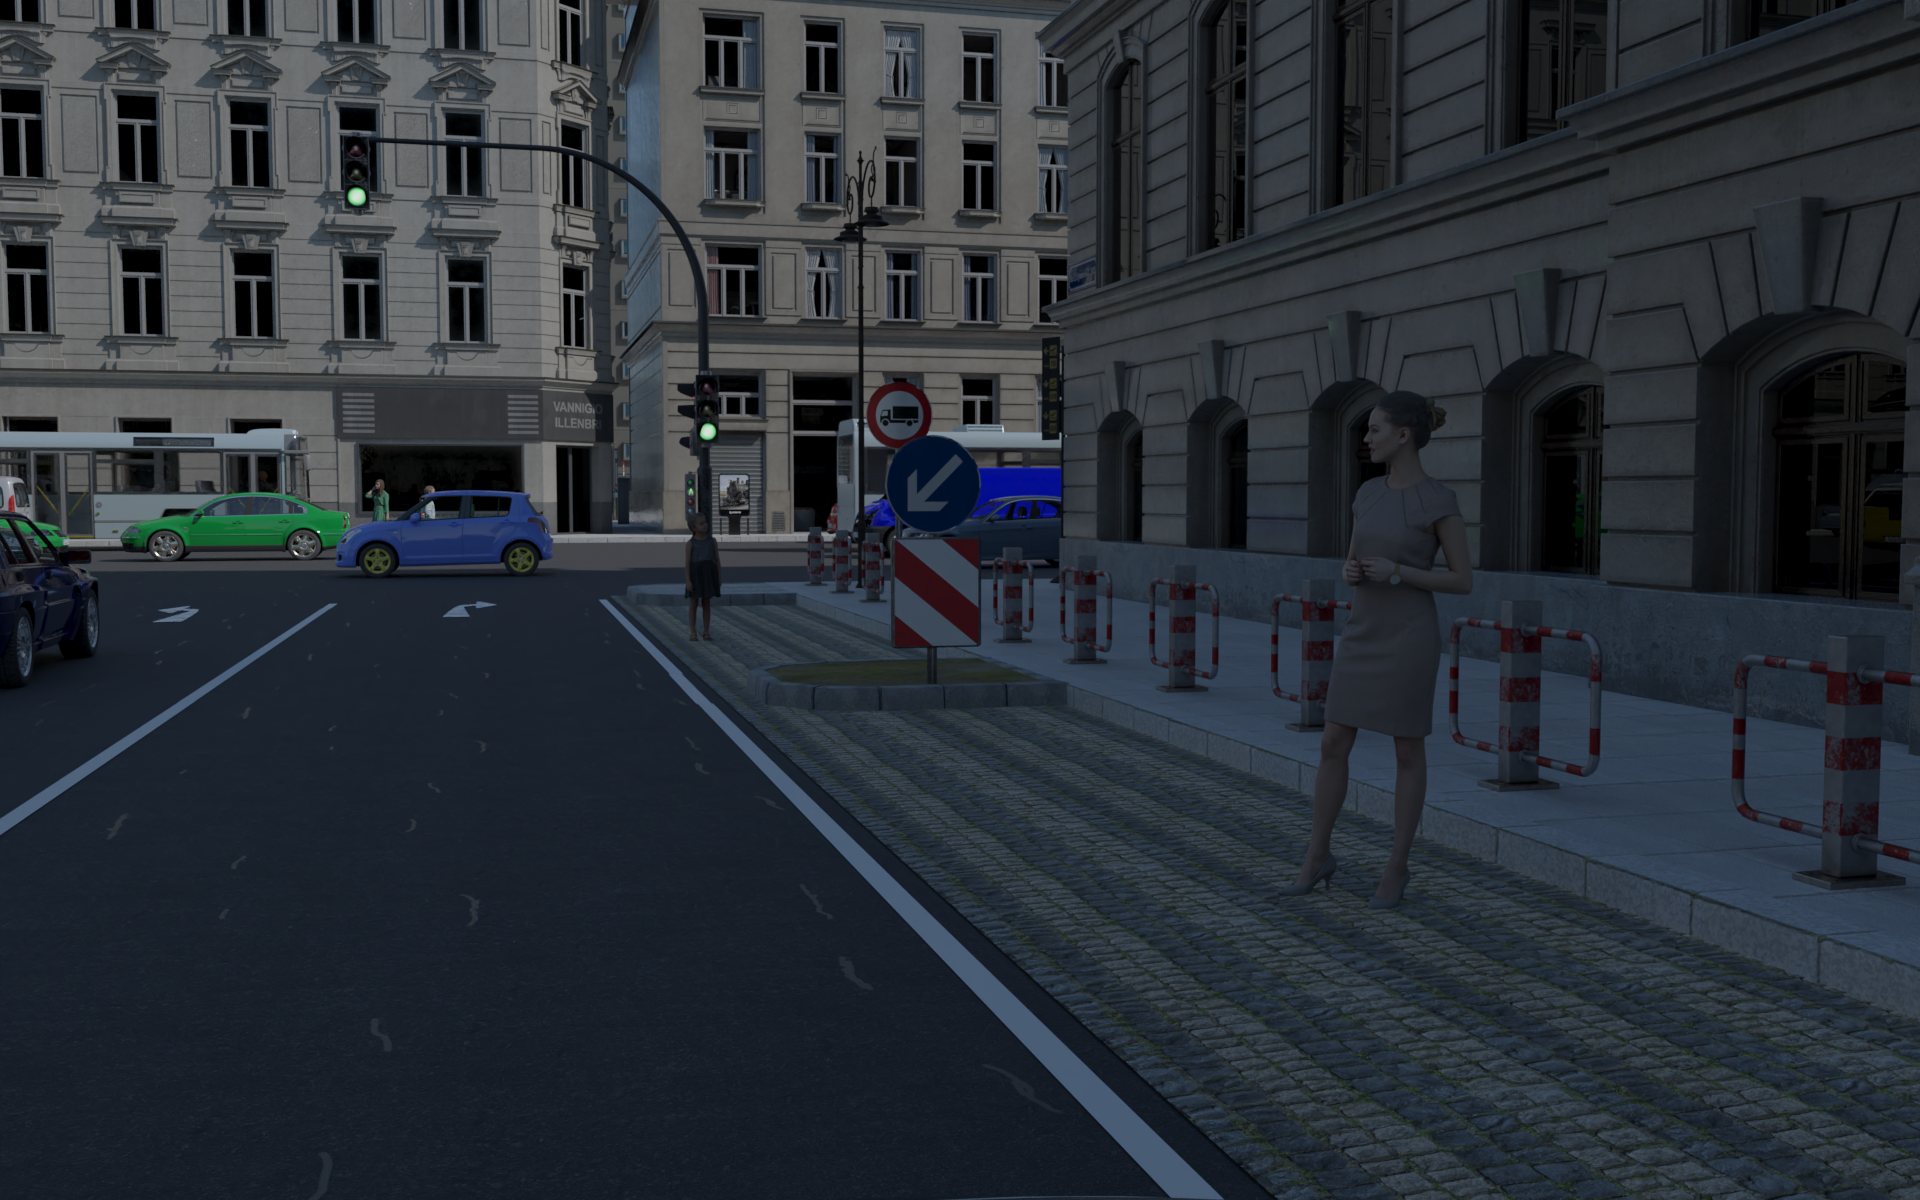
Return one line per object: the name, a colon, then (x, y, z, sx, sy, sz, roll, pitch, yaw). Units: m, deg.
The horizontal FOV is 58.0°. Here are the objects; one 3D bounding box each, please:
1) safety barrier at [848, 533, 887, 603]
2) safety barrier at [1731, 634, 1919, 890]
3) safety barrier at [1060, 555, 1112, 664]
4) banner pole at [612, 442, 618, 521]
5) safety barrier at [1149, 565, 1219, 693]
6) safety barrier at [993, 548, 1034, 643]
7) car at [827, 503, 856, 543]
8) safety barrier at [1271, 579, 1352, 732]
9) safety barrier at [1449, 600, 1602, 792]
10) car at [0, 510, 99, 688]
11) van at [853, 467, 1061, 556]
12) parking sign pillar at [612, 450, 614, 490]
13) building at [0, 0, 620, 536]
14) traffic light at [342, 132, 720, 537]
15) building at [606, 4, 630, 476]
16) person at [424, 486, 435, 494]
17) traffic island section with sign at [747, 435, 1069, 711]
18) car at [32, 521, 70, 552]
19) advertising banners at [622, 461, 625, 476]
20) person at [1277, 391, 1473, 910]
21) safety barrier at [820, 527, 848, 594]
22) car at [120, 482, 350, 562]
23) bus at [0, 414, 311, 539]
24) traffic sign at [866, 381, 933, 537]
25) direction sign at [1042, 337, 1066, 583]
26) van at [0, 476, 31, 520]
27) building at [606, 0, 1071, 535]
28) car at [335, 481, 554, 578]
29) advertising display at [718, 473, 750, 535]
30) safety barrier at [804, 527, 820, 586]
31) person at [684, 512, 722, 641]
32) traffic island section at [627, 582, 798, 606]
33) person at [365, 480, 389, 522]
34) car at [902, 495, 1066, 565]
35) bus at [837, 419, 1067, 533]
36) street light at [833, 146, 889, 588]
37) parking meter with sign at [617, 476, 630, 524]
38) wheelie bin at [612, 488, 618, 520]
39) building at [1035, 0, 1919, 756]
safety barrier: (-1.035, -0.383, 20.543, 0.300, 0.817, 1.120, -1, 4, -15)
safety barrier: (2.936, 0.525, 5.698, 0.300, 0.817, 1.120, -1, 4, -15)
safety barrier: (0.949, 0.070, 13.128, 0.300, 0.817, 1.120, -1, 4, -15)
banner pole: (-16.544, -5.698, 83.173, 0.401, 3.779, 0.863, -2, 4, -27)
safety barrier: (1.448, 0.183, 11.276, 0.300, 0.817, 1.120, -1, 4, -15)
safety barrier: (0.456, -0.043, 14.980, 0.300, 0.817, 1.120, -1, 4, -15)
car: (-1.671, -2.576, 51.158, 4.494, 1.783, 2.155, -1, 4, -16)
safety barrier: (1.944, 0.298, 9.411, 0.300, 0.817, 1.120, -1, 4, -15)
safety barrier: (2.441, 0.411, 7.549, 0.300, 0.817, 1.120, -1, 4, -15)
car: (-8.131, -0.080, 13.886, 1.945, 1.354, 3.894, -1, 4, -16)
van: (0.170, -2.151, 39.550, 5.245, 2.365, 2.240, -1, 4, -15)
parking sign pillar: (-21.455, -7.091, 104.412, 1.447, 3.967, 1.447, 3, 4, 38)
building: (-33.386, -17.044, 55.080, 44.131, 29.872, 17.030, -1, 4, -15)
traffic light: (-5.464, -2.932, 22.611, 4.771, 5.953, 1.251, -1, 4, -15)
building: (-20.729, -31.598, 140.328, 21.300, 48.544, 21.600, -1, 4, -15)
person: (-11.367, -1.638, 37.098, 0.330, 1.601, 0.589, -1, 4, -18)
traffic island section with sign: (-0.472, -0.228, 12.353, 1.989, 1.847, 2.006, -1, 4, -15)
car: (-20.118, -1.540, 33.969, 4.718, 1.807, 1.959, -1, 4, -16)
advertising banners: (-17.969, -5.952, 93.506, 0.090, 3.025, 2.074, 0, 4, 3)
person: (1.436, 0.175, 5.982, 0.374, 1.781, 0.599, -3, 5, -40)
safety barrier: (-1.527, -0.497, 22.396, 0.300, 0.817, 1.120, -1, 4, -15)
car: (-15.654, -1.765, 37.653, 4.718, 1.807, 1.959, -1, 4, -17)
bus: (-22.660, -3.007, 44.018, 13.247, 3.499, 2.948, -1, 4, -16)
traffic sign: (-0.693, -1.195, 19.638, 0.768, 2.556, 0.104, -1, 4, -13)
direction sign: (1.486, -2.013, 24.904, 0.379, 3.537, 0.876, -3, 5, -41)
van: (-24.186, -2.063, 40.746, 4.112, 2.044, 2.013, -1, 4, -14)
building: (2.541, -14.142, 64.514, 30.059, 22.955, 16.112, -1, 4, -15)
car: (-9.056, -1.279, 30.500, 3.694, 1.707, 1.945, -1, 4, -15)
advertising display: (-7.037, -2.982, 53.977, 0.974, 1.923, 0.123, -1, 4, -16)
safety barrier: (-2.021, -0.610, 24.253, 0.300, 0.817, 1.120, -1, 4, -15)
person: (-2.497, -0.225, 16.843, 0.362, 1.253, 0.373, -1, 4, -21)
traffic island section: (-3.424, -0.069, 23.412, 2.009, 0.180, 2.903, -1, 4, -15)
person: (-14.514, -2.120, 43.408, 0.600, 1.795, 0.529, 1, 4, 17)
car: (0.960, -1.346, 34.009, 4.499, 1.417, 2.014, -1, 4, -16)
bus: (3.573, -3.053, 44.784, 13.247, 3.499, 2.948, -1, 4, -13)
street light: (-1.340, -3.100, 23.479, 0.468, 5.910, 1.993, -1, 4, -15)
parking meter with sign: (-14.220, -4.737, 73.714, 1.738, 3.016, 0.543, 0, 4, -6)
wheelie bin: (-16.828, -4.706, 84.845, 0.693, 1.594, 0.980, -2, 4, -27)
building: (10.691, -11.535, 7.688, 14.460, 24.649, 34.723, -1, 4, -15)
